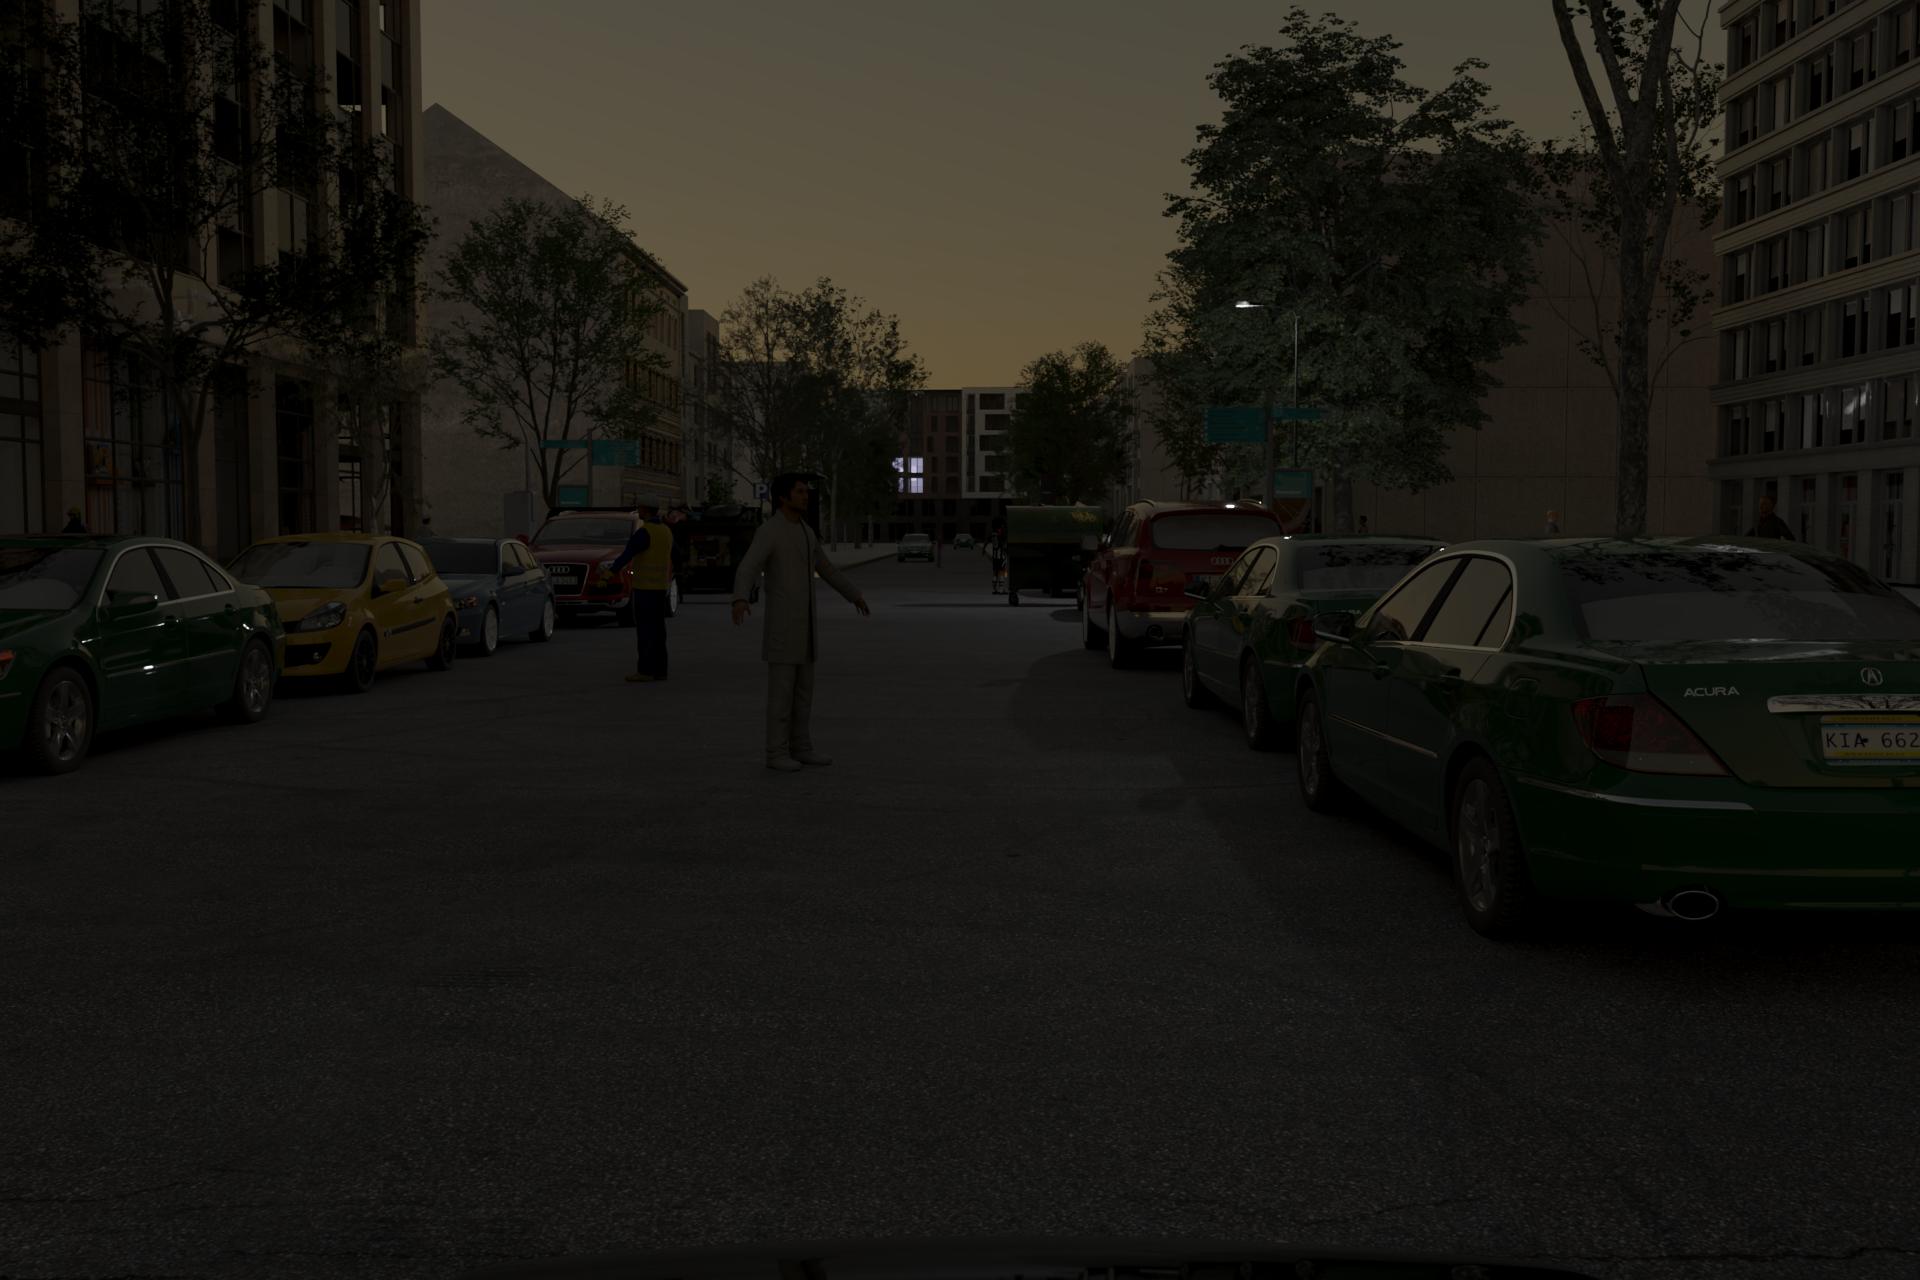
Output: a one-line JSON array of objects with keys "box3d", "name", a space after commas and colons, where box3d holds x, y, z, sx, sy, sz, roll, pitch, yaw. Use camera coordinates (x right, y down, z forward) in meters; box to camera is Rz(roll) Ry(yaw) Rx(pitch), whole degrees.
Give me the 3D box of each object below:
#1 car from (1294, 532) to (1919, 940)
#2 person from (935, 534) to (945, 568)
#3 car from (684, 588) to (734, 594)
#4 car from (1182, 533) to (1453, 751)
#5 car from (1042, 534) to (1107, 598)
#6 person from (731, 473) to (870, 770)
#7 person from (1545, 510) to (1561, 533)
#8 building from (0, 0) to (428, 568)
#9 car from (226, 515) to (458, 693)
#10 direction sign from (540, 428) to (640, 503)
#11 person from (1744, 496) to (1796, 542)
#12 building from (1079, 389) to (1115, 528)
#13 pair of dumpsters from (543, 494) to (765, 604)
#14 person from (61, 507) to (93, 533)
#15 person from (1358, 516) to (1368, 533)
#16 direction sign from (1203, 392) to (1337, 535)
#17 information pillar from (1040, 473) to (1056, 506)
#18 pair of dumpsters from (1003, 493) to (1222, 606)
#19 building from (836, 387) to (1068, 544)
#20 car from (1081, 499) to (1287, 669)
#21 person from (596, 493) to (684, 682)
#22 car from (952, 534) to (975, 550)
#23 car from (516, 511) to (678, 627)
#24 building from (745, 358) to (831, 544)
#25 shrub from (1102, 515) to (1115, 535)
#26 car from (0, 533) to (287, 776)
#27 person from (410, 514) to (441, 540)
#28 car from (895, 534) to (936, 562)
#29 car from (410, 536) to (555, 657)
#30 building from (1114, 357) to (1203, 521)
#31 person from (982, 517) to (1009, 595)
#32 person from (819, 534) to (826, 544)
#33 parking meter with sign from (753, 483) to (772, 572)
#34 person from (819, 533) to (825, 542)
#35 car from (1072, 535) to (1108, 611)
[{"box3d": [2.728, 0.259, 7.558, 2.131, 1.459, 4.920, 0, 4, -1], "name": "car"}, {"box3d": [-0.832, -3.795, 73.764, 0.599, 1.433, 0.991, 1, 4, 16], "name": "person"}, {"box3d": [-6.226, -1.993, 42.812, 2.015, 1.641, 3.980, 0, 3, 0], "name": "car"}, {"box3d": [2.806, -0.066, 12.882, 2.131, 1.459, 4.920, 0, 4, -1], "name": "car"}, {"box3d": [2.928, -1.758, 40.542, 2.131, 1.459, 4.920, 0, 4, -1], "name": "car"}, {"box3d": [-1.015, -0.123, 10.649, 0.705, 1.806, 1.347, 2, 4, 31], "name": "person"}, {"box3d": [11.966, -1.728, 34.851, 0.434, 1.755, 0.990, 1, 4, 16], "name": "person"}, {"box3d": [-31.709, -17.231, 47.957, 22.709, 31.103, 35.509, 0, 4, 1], "name": "building"}, {"box3d": [-6.200, -0.402, 16.800, 2.015, 1.641, 3.980, 0, 4, 0], "name": "car"}, {"box3d": [-9.324, -3.396, 44.281, 2.525, 3.948, 1.411, 0, 4, 0], "name": "direction sign"}, {"box3d": [11.051, -1.077, 23.795, 0.705, 1.807, 1.348, -1, 4, -18], "name": "person"}, {"box3d": [24.190, -24.289, 228.050, 19.493, 23.208, 18.063, 0, 3, 0], "name": "building"}, {"box3d": [-6.283, -1.882, 35.720, 4.436, 2.255, 1.574, 0, 4, 1], "name": "pair of dumpsters"}, {"box3d": [-18.728, -1.889, 36.650, 1.351, 1.858, 0.704, 1, 4, 16], "name": "person"}, {"box3d": [11.469, -2.648, 49.458, 0.704, 1.807, 1.345, 1, 4, 15], "name": "person"}, {"box3d": [5.843, -2.654, 32.159, 2.525, 3.948, 1.411, 0, 4, 0], "name": "direction sign"}, {"box3d": [3.745, -5.186, 74.161, 0.750, 3.857, 0.750, 0, 4, -1], "name": "information pillar"}, {"box3d": [3.087, -1.825, 34.793, 4.436, 2.255, 1.574, 0, 4, -1], "name": "pair of dumpsters"}, {"box3d": [-0.749, -24.884, 253.279, 32.646, 21.610, 27.936, 0, 4, 5], "name": "building"}, {"box3d": [2.586, -0.689, 19.939, 2.281, 1.827, 5.304, 0, 4, -1], "name": "car"}, {"box3d": [-3.052, -0.520, 16.925, 0.705, 1.833, 1.349, 2, 4, 25], "name": "person"}, {"box3d": [0.338, -9.045, 159.689, 2.131, 1.459, 4.920, 0, 3, 0], "name": "car"}, {"box3d": [-5.946, -1.205, 28.369, 2.281, 1.827, 5.304, 0, 4, 1], "name": "car"}, {"box3d": [-26.451, -24.154, 225.846, 19.493, 23.208, 18.063, 0, 4, 1], "name": "building"}, {"box3d": [6.320, -4.211, 72.892, 1.661, 2.075, 1.752, 0, 3, 0], "name": "shrub"}, {"box3d": [-6.233, 0.001, 11.780, 2.131, 1.459, 4.920, 0, 3, 0], "name": "car"}, {"box3d": [-13.231, -2.245, 43.170, 1.216, 1.778, 0.721, 1, 4, 17], "name": "person"}, {"box3d": [-2.269, -4.785, 90.034, 2.131, 1.459, 4.920, 0, 4, 1], "name": "car"}, {"box3d": [-6.337, -0.598, 21.781, 2.014, 1.417, 4.499, 0, 4, 0], "name": "car"}, {"box3d": [25.817, -19.261, 181.377, 16.747, 18.905, 31.486, 0, 4, 1], "name": "building"}, {"box3d": [0.940, -1.977, 40.925, 0.704, 1.843, 1.345, -3, 5, -42], "name": "person"}, {"box3d": [-6.083, -4.101, 73.770, 0.721, 1.740, 1.216, 2, 4, 29], "name": "person"}, {"box3d": [-6.725, -3.884, 59.766, 0.543, 3.016, 1.738, 0, 4, 2], "name": "parking meter with sign"}, {"box3d": [-7.257, -4.961, 87.340, 0.704, 1.802, 1.346, 2, 4, 29], "name": "person"}, {"box3d": [3.060, -1.308, 31.178, 2.009, 1.686, 4.222, 0, 4, -1], "name": "car"}]
